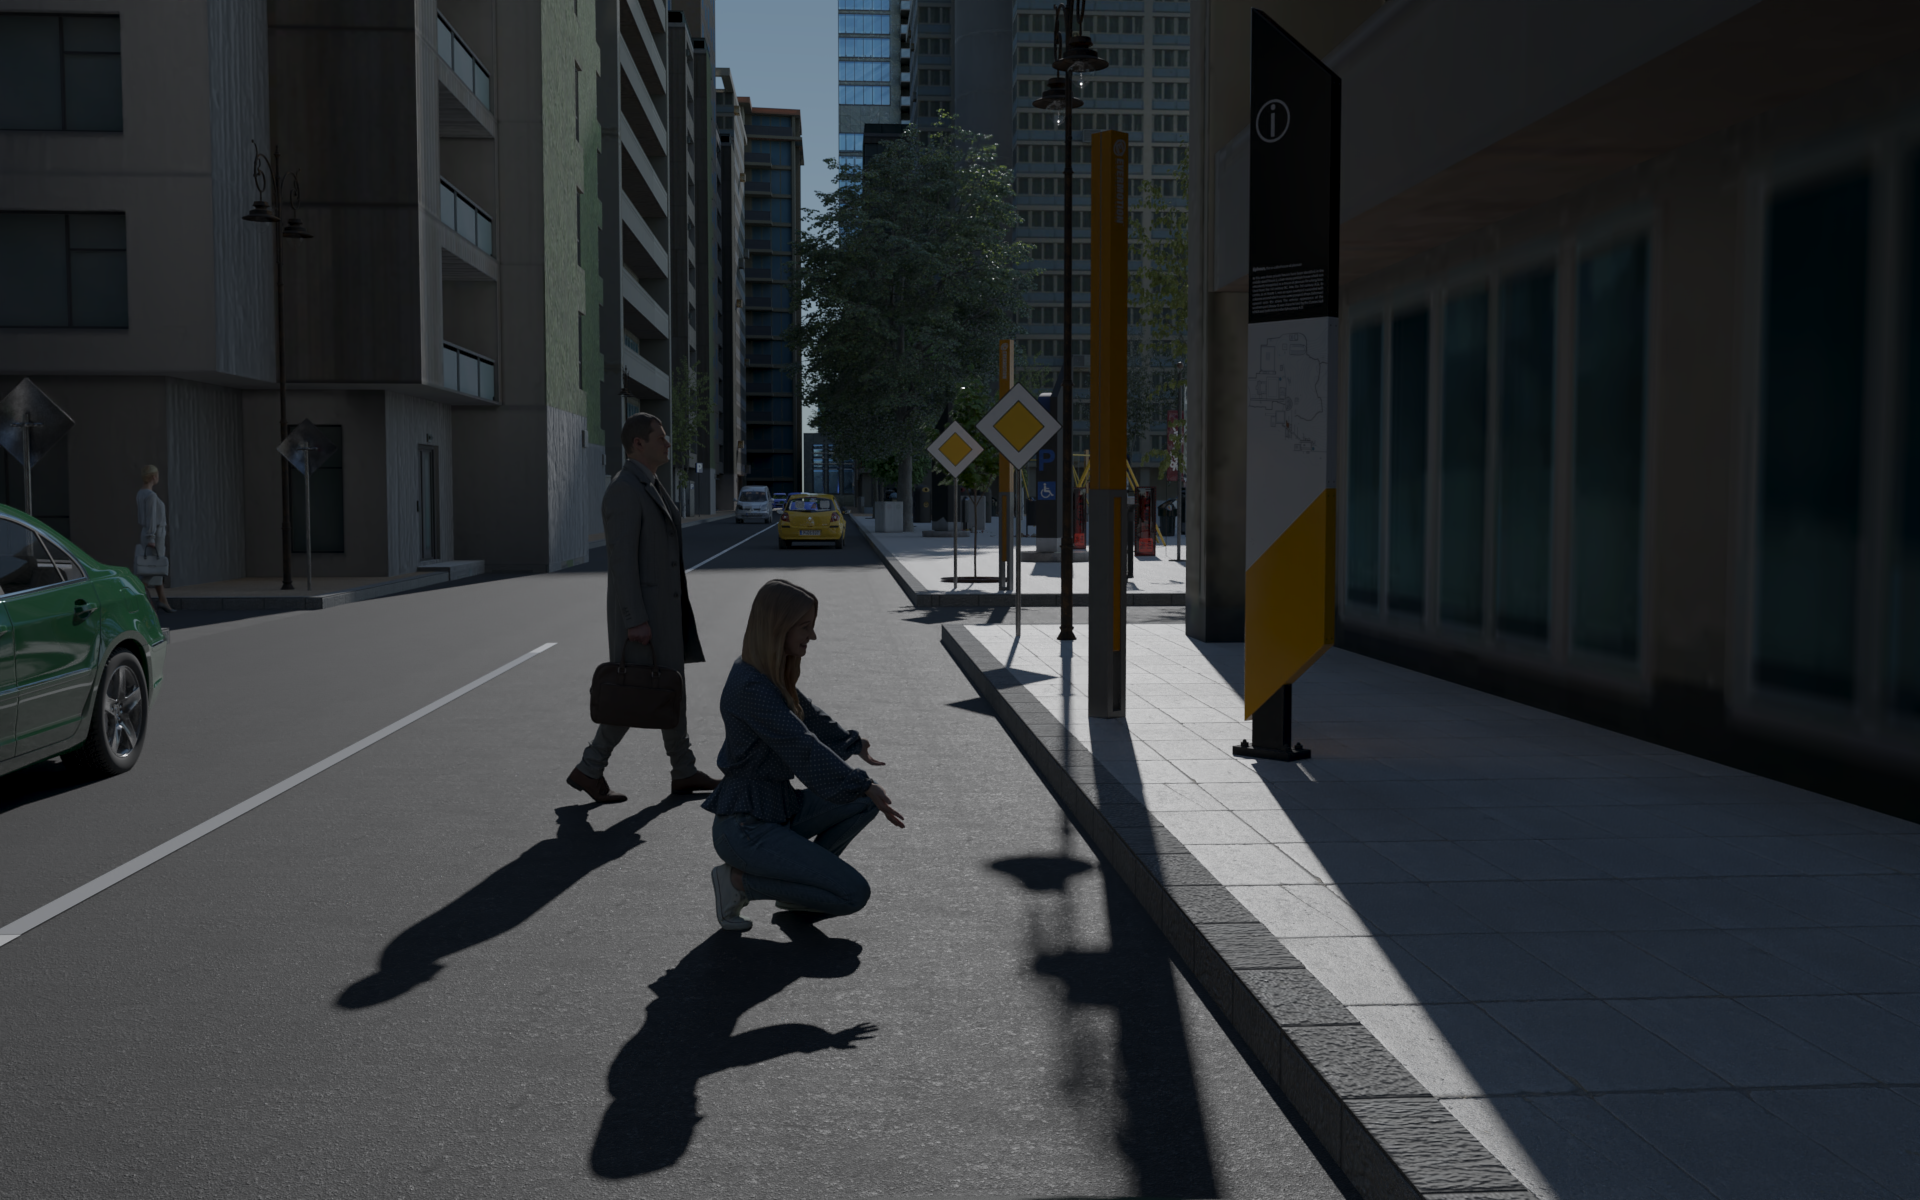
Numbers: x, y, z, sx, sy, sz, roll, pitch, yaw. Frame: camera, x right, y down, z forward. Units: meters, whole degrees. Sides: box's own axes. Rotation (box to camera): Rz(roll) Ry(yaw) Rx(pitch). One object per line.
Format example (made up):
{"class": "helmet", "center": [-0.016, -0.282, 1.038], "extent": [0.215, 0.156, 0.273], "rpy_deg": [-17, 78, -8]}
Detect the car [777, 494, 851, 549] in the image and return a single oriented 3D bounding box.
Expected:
{"class": "car", "center": [-3.951, -2.222, 46.549], "extent": [2.015, 1.641, 3.980], "rpy_deg": [0, 4, -3]}

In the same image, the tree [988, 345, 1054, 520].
{"class": "tree", "center": [2.838, -8.219, 84.737], "extent": [4.737, 8.622, 4.395], "rpy_deg": [0, 3, 0]}

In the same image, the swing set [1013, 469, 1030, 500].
{"class": "swing set", "center": [3.633, -4.916, 77.999], "extent": [3.119, 2.851, 2.862], "rpy_deg": [3, 4, 37]}

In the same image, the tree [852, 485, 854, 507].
{"class": "tree", "center": [-10.378, -11.095, 176.003], "extent": [1.663, 3.219, 1.824], "rpy_deg": [0, 3, 0]}

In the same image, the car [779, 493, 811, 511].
{"class": "car", "center": [-7.652, -4.470, 82.668], "extent": [1.945, 1.707, 3.694], "rpy_deg": [0, 4, -6]}

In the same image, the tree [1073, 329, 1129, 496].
{"class": "tree", "center": [6.923, -7.487, 72.771], "extent": [4.360, 8.622, 3.978], "rpy_deg": [0, 3, 0]}

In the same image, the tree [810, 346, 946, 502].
{"class": "tree", "center": [-4.485, -10.106, 99.649], "extent": [8.767, 10.594, 7.601], "rpy_deg": [-2, 4, -24]}

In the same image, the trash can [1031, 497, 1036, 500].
{"class": "trash can", "center": [4.131, -5.256, 97.589], "extent": [0.748, 1.137, 0.748], "rpy_deg": [0, 3, 0]}

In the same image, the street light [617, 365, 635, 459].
{"class": "street light", "center": [-11.974, -5.471, 62.245], "extent": [0.468, 5.910, 1.993], "rpy_deg": [0, 4, -4]}

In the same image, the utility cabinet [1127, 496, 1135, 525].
{"class": "utility cabinet", "center": [4.352, -2.149, 46.296], "extent": [1.020, 1.237, 0.306], "rpy_deg": [-2, 4, -24]}

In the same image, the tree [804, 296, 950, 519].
{"class": "tree", "center": [-4.290, -10.034, 89.809], "extent": [9.928, 11.665, 9.643], "rpy_deg": [0, 3, 0]}

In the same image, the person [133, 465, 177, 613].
{"class": "person", "center": [-9.698, -0.723, 20.672], "extent": [0.624, 1.780, 0.694], "rpy_deg": [-2, 4, -29]}

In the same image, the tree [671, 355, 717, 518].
{"class": "tree", "center": [-14.751, -8.597, 90.926], "extent": [4.737, 8.622, 4.395], "rpy_deg": [0, 3, 0]}

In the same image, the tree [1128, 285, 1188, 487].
{"class": "tree", "center": [8.275, -6.608, 58.396], "extent": [4.360, 8.622, 3.978], "rpy_deg": [0, 3, 0]}

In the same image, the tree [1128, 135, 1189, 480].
{"class": "tree", "center": [4.521, -4.764, 28.247], "extent": [4.737, 8.622, 4.395], "rpy_deg": [0, 3, 0]}

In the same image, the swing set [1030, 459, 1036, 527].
{"class": "swing set", "center": [4.898, -4.342, 68.608], "extent": [2.862, 2.851, 3.119], "rpy_deg": [2, 4, 31]}

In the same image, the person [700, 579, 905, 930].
{"class": "person", "center": [-0.478, 0.497, 5.880], "extent": [0.738, 1.151, 1.012], "rpy_deg": [0, 4, 7]}

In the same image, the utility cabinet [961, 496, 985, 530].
{"class": "utility cabinet", "center": [0.392, -3.118, 62.144], "extent": [1.020, 1.237, 0.306], "rpy_deg": [0, 4, 7]}

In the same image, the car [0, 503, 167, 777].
{"class": "car", "center": [-5.084, 0.265, 7.459], "extent": [2.131, 1.459, 4.920], "rpy_deg": [0, 4, -4]}

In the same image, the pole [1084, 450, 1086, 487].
{"class": "pole", "center": [5.815, -5.260, 79.844], "extent": [0.158, 3.312, 0.155], "rpy_deg": [0, 3, 0]}

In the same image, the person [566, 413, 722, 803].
{"class": "person", "center": [-1.452, 0.029, 8.131], "extent": [0.767, 1.812, 0.694], "rpy_deg": [0, 4, -1]}

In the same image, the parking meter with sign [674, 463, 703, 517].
{"class": "parking meter with sign", "center": [-15.310, -6.183, 97.360], "extent": [1.738, 3.016, 0.543], "rpy_deg": [2, 4, 32]}

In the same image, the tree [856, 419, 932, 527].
{"class": "tree", "center": [-2.335, -5.140, 67.757], "extent": [4.285, 4.588, 4.351], "rpy_deg": [0, 3, 0]}

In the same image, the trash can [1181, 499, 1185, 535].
{"class": "trash can", "center": [7.204, -2.630, 54.648], "extent": [0.748, 1.137, 0.748], "rpy_deg": [0, 3, 0]}

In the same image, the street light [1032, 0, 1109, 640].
{"class": "street light", "center": [0.940, -2.587, 15.090], "extent": [0.468, 5.910, 1.993], "rpy_deg": [0, 4, -4]}

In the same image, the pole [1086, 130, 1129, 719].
{"class": "pole", "center": [0.846, -0.980, 9.872], "extent": [0.158, 3.312, 0.155], "rpy_deg": [0, 3, 0]}

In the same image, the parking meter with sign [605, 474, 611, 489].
{"class": "parking meter with sign", "center": [-13.192, -4.137, 63.907], "extent": [0.543, 3.016, 1.738], "rpy_deg": [1, 4, 19]}

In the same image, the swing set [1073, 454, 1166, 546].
{"class": "swing set", "center": [3.714, -2.821, 43.751], "extent": [2.862, 2.851, 3.119], "rpy_deg": [0, 4, 3]}

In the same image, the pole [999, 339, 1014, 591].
{"class": "pole", "center": [0.615, -1.783, 22.996], "extent": [0.158, 3.312, 0.155], "rpy_deg": [0, 3, 0]}

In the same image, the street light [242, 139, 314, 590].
{"class": "street light", "center": [-9.032, -3.076, 23.085], "extent": [0.468, 5.910, 1.993], "rpy_deg": [0, 4, -4]}

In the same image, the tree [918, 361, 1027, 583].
{"class": "tree", "center": [0.117, -1.886, 25.437], "extent": [1.663, 3.219, 1.824], "rpy_deg": [0, 3, 0]}

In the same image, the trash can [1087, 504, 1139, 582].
{"class": "trash can", "center": [2.227, -0.829, 25.206], "extent": [0.748, 1.137, 0.748], "rpy_deg": [0, 3, 0]}

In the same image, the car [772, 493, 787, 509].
{"class": "car", "center": [-16.820, -9.296, 161.581], "extent": [1.945, 1.707, 3.694], "rpy_deg": [0, 4, -4]}

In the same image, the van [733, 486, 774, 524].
{"class": "van", "center": [-10.148, -4.791, 85.338], "extent": [2.013, 2.044, 4.112], "rpy_deg": [0, 4, -4]}

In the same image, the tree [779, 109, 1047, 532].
{"class": "tree", "center": [-1.961, -9.304, 58.782], "extent": [9.857, 13.997, 8.962], "rpy_deg": [0, 3, 0]}
